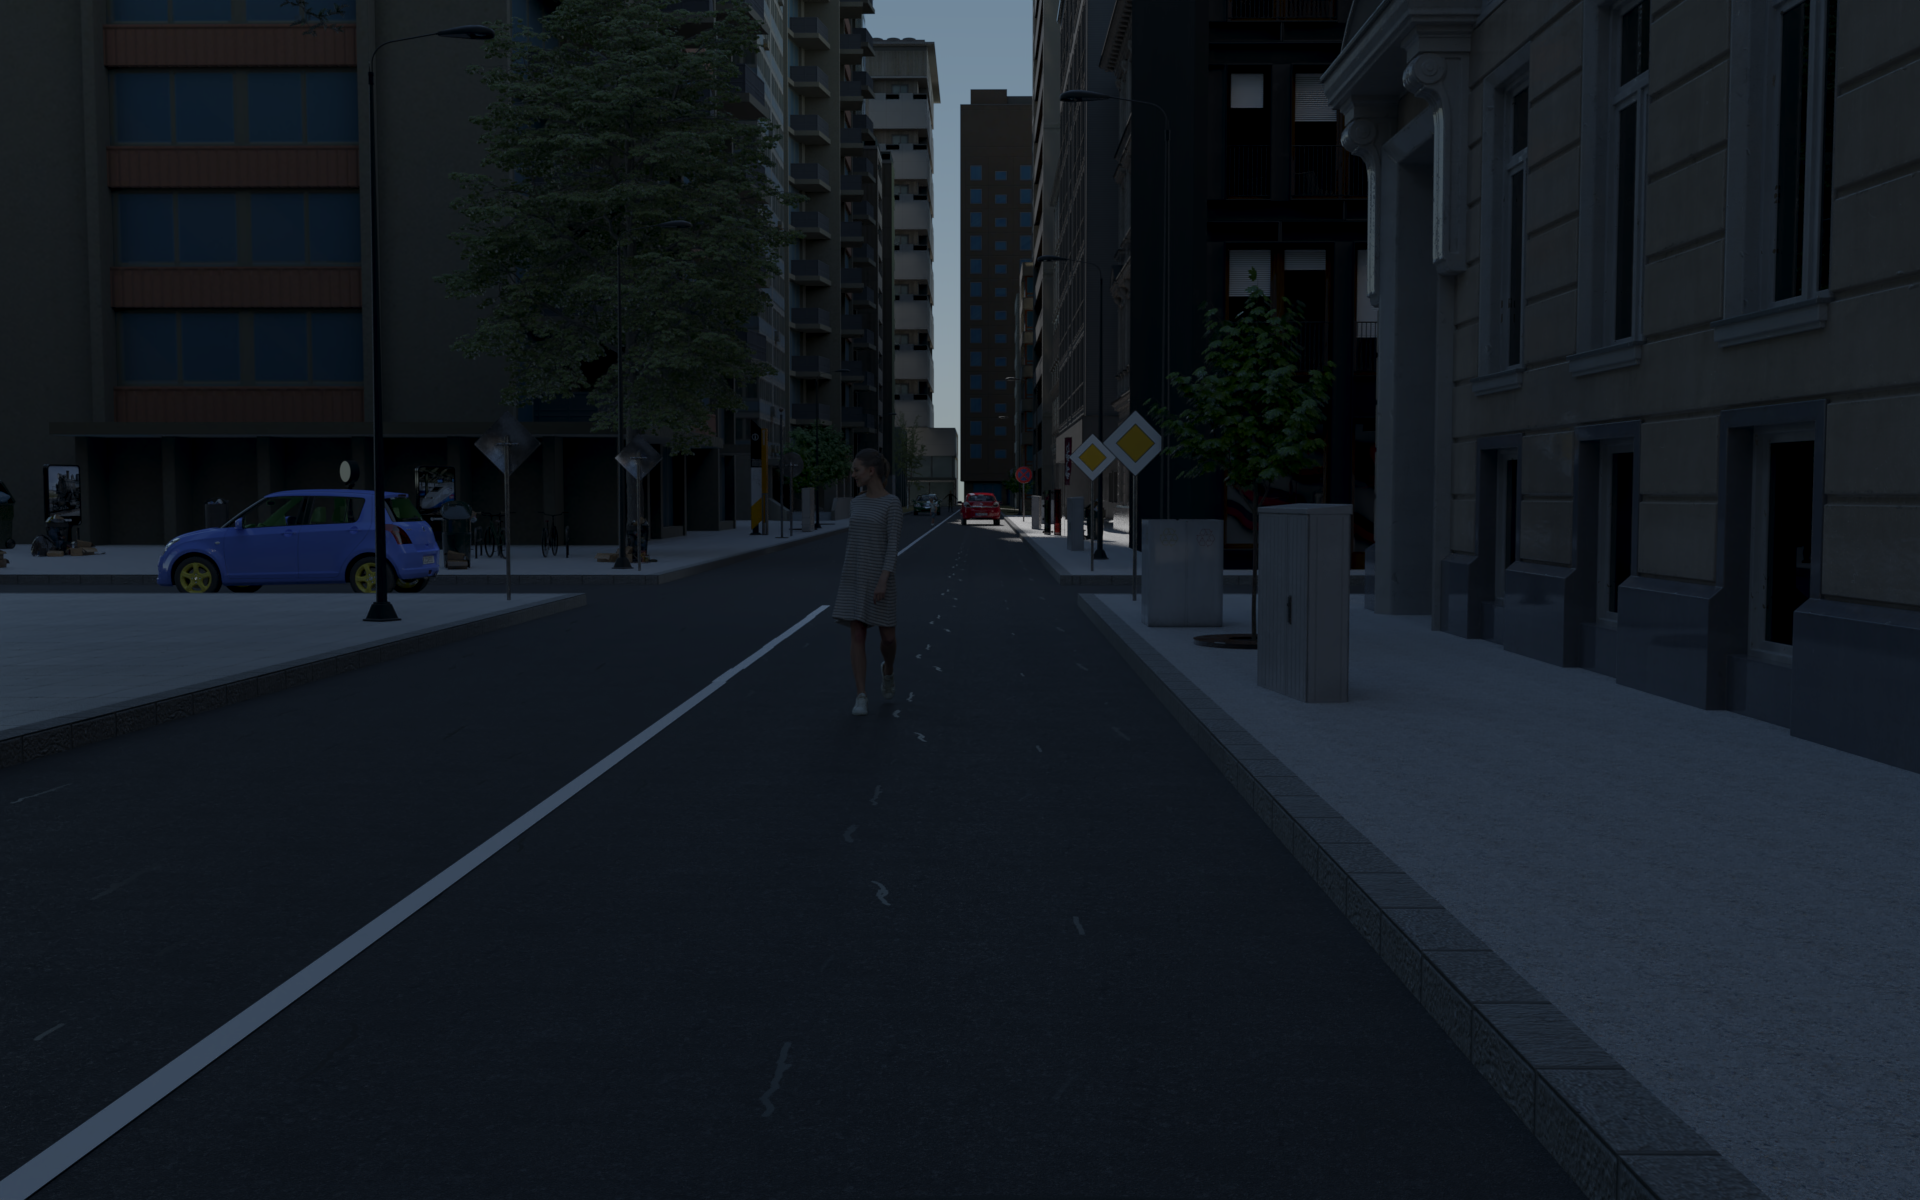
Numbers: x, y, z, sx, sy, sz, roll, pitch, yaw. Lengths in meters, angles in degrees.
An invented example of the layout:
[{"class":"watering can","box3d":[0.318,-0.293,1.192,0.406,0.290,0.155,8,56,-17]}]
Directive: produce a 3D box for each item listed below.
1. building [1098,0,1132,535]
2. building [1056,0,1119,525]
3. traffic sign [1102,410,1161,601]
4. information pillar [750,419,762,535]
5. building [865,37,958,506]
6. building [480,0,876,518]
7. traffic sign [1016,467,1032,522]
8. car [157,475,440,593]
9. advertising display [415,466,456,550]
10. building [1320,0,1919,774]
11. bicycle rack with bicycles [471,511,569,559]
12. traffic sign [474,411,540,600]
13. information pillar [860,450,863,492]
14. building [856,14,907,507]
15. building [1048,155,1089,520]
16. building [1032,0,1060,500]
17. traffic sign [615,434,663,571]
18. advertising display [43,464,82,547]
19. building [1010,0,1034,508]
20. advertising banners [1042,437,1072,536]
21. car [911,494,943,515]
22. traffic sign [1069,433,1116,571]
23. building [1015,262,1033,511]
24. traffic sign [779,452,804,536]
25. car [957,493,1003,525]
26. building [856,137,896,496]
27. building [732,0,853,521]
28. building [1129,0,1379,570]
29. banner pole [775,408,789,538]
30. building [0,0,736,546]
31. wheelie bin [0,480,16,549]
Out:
[{"class":"building","box3d":[10.013,-11.425,51.429,10.561,19.102,19.286,0,4,1]},{"class":"building","box3d":[11.669,-17.079,72.755,14.314,27.812,24.014,0,4,1]},{"class":"traffic sign","box3d":[2.094,-1.047,20.753,0.795,2.450,0.064,0,4,1]},{"class":"information pillar","box3d":[-6.324,-3.843,54.189,0.504,3.616,0.183,-1,4,-20]},{"class":"building","box3d":[-14.132,-37.489,202.187,27.495,52.752,28.713,0,4,1]},{"class":"building","box3d":[-17.266,-28.351,118.167,22.147,44.769,28.867,0,4,1]},{"class":"traffic sign","box3d":[2.952,-4.899,80.210,0.768,2.556,0.104,0,4,1]},{"class":"car","box3d":[-9.228,-0.893,24.186,3.694,1.707,1.945,0,4,0]},{"class":"advertising display","box3d":[-12.042,-2.116,39.809,0.123,1.923,0.974,3,5,41]},{"class":"building","box3d":[10.633,-13.632,8.782,13.634,28.700,20.117,0,4,1]},{"class":"bicycle rack with bicycles","box3d":[-9.032,-1.337,35.244,2.852,0.926,2.925,-1,4,-11]},{"class":"traffic sign","box3d":[-5.449,-1.054,20.868,0.795,2.450,0.064,0,4,1]},{"class":"information pillar","box3d":[-5.199,-6.115,91.333,0.183,3.616,0.504,0,4,2]},{"class":"building","box3d":[-21.099,-52.185,165.904,31.000,86.520,22.319,0,4,1]},{"class":"building","box3d":[10.037,-15.015,94.654,9.793,20.994,18.267,0,4,1]},{"class":"building","box3d":[15.939,-30.202,117.508,21.300,48.544,21.600,0,4,1]},{"class":"traffic sign","box3d":[-5.348,-1.542,28.852,0.795,2.450,0.064,0,4,1]},{"class":"advertising display","box3d":[-19.541,-1.989,37.727,0.123,1.923,0.974,1,4,14]},{"class":"building","box3d":[15.259,-44.585,167.219,20.563,71.187,20.611,0,4,1]},{"class":"advertising banners","box3d":[3.024,-3.521,53.758,0.090,3.025,2.074,-1,4,-22]},{"class":"car","box3d":[-2.243,-6.519,118.388,2.131,1.459,4.920,0,4,0]},{"class":"traffic sign","box3d":[2.195,-1.535,28.737,0.795,2.450,0.064,0,4,1]},{"class":"building","box3d":[18.639,-18.255,143.504,27.650,21.520,28.899,0,4,1]},{"class":"traffic sign","box3d":[-5.141,-3.217,52.710,0.768,2.556,0.104,1,4,8]},{"class":"car","box3d":[0.944,-4.420,81.315,2.155,1.783,4.494,0,4,-1]},{"class":"building","box3d":[-12.612,-22.526,139.994,14.160,30.474,14.107,0,4,1]},{"class":"building","box3d":[-22.034,-24.301,89.204,32.217,40.220,23.993,0,4,1]},{"class":"building","box3d":[11.867,-12.528,34.512,15.834,23.373,12.332,0,4,1]},{"class":"banner pole","box3d":[-5.186,-3.702,50.550,0.401,3.779,0.863,0,4,-1]},{"class":"building","box3d":[-18.018,-24.466,54.646,22.147,44.769,28.867,0,4,1]},{"class":"wheelie bin","box3d":[-22.460,-1.981,40.302,0.980,1.594,0.693,1,4,23]}]
